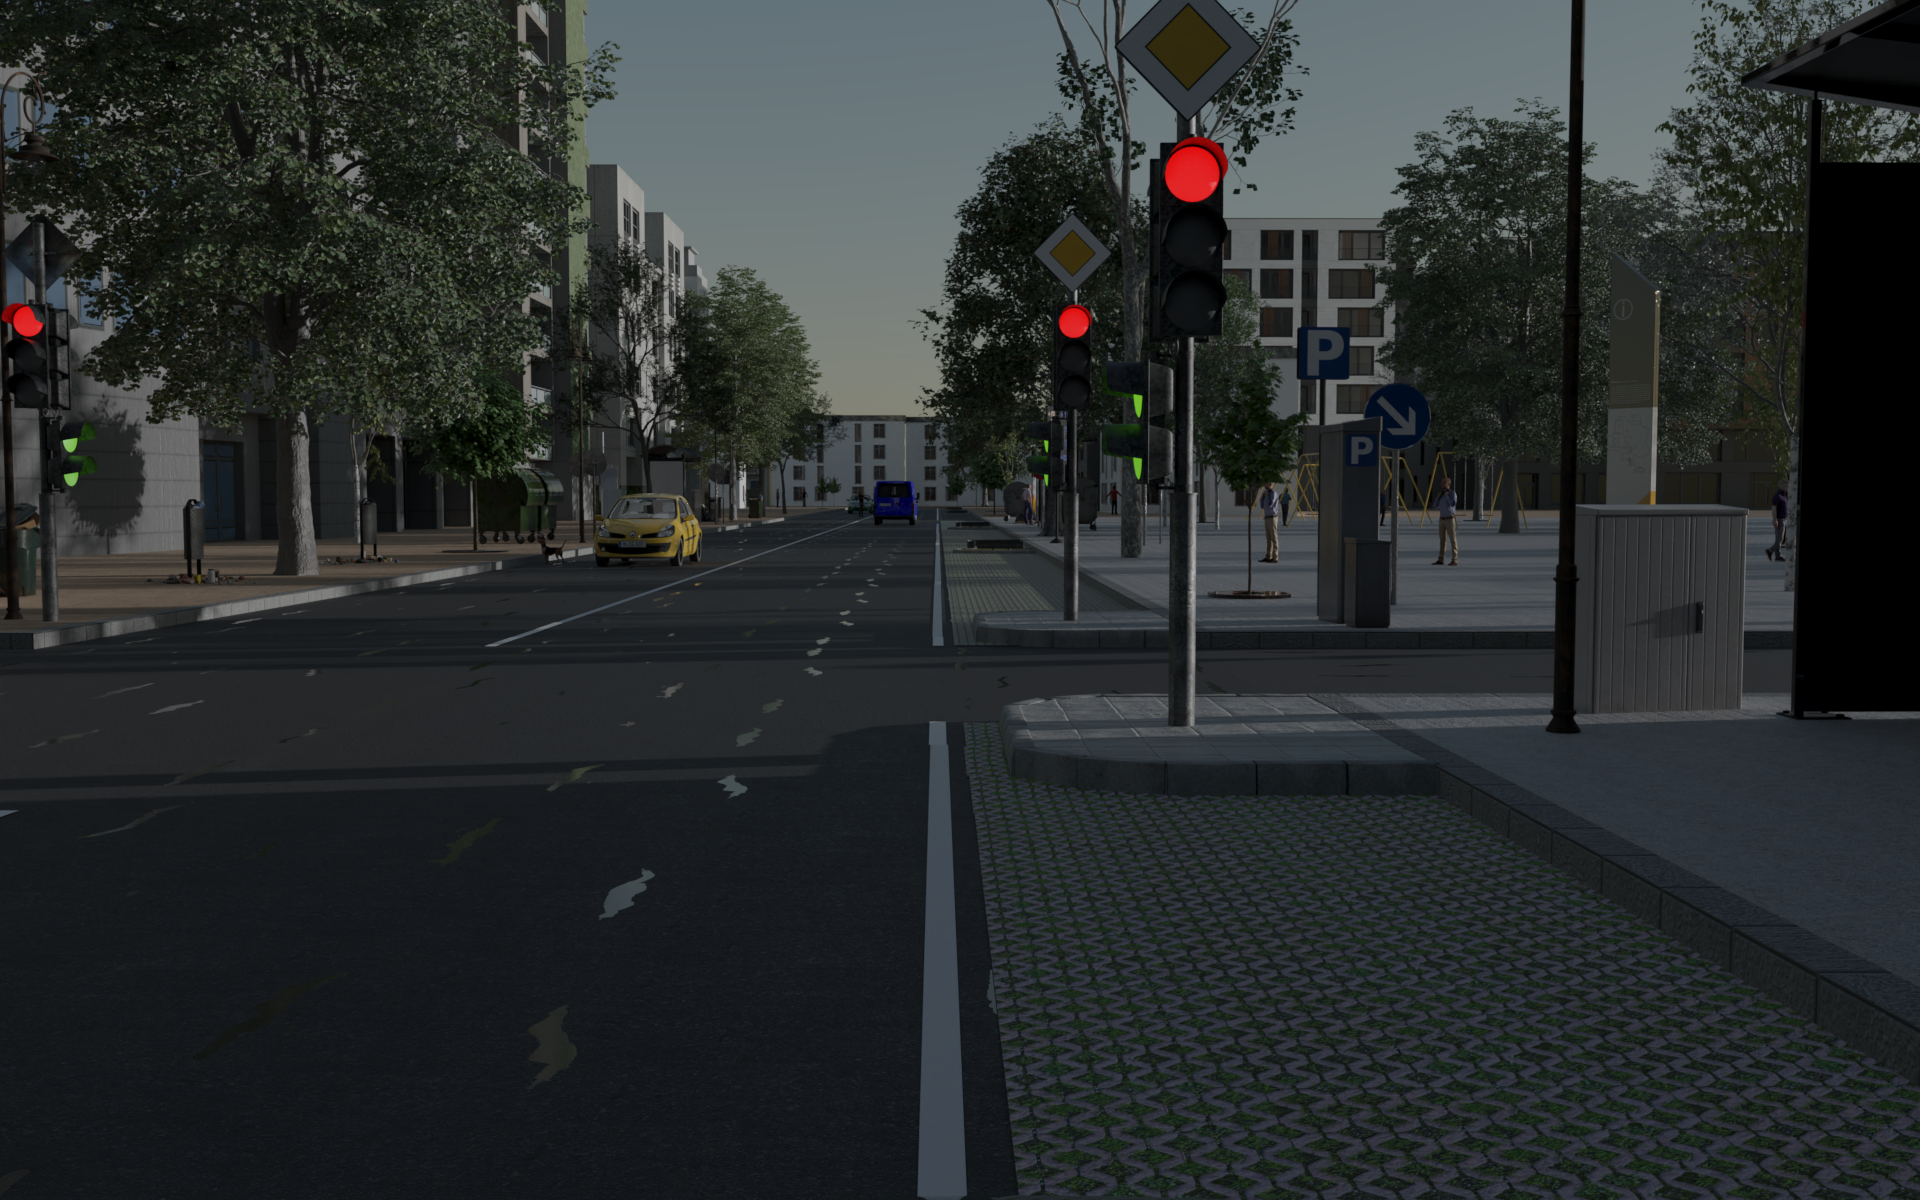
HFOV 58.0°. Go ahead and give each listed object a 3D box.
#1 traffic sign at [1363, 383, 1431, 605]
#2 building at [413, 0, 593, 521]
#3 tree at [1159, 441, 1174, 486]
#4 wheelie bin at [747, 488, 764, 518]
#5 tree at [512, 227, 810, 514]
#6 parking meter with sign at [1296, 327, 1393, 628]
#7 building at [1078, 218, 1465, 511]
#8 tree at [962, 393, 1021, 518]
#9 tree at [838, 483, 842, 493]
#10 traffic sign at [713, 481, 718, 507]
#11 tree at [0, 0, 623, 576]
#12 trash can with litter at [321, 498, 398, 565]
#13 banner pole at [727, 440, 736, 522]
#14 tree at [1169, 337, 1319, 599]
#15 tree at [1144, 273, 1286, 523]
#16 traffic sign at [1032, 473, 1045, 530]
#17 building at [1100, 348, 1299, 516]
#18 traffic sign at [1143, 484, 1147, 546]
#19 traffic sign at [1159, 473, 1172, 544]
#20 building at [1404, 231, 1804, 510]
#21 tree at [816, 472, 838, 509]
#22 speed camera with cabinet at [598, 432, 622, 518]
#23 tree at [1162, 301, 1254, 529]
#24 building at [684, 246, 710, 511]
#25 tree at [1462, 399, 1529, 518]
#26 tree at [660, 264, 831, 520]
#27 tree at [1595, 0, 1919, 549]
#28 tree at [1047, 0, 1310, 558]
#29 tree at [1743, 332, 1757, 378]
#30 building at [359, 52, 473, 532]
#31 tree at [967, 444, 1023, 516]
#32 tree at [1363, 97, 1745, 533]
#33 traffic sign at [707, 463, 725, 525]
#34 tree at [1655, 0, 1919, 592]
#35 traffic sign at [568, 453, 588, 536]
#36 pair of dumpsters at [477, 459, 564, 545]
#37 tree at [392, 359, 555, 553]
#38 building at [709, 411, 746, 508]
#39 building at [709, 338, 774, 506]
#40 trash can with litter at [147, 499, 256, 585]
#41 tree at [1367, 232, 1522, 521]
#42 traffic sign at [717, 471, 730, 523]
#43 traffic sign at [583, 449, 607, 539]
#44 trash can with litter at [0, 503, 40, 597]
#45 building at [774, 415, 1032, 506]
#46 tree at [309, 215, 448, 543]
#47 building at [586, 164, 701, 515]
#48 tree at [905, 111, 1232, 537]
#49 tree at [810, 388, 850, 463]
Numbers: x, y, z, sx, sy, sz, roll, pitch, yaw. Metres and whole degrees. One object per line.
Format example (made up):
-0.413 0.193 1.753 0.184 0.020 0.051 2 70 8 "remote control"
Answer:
5.019 -1.215 19.978 0.768 2.556 0.104 0 4 2 "traffic sign"
-25.550 -24.241 79.932 14.154 41.232 14.086 0 4 -1 "building"
9.461 -8.492 89.212 4.737 8.622 4.395 0 3 0 "tree"
-10.768 -5.093 91.185 0.980 1.594 0.693 1 4 20 "wheelie bin"
-11.104 -7.733 60.843 7.601 10.594 8.767 2 4 33 "tree"
3.881 -1.288 17.324 0.543 3.016 1.738 0 4 -6 "parking meter with sign"
23.133 -18.394 144.715 27.936 21.610 32.646 0 4 -1 "building"
2.317 -8.627 91.416 4.737 8.622 4.395 0 3 0 "tree"
-12.218 -10.646 168.662 1.663 3.219 1.824 0 3 0 "tree"
-10.814 -4.704 77.011 0.768 2.556 0.104 0 4 4 "traffic sign"
-10.434 -7.368 27.123 9.857 13.997 8.962 0 3 0 "tree"
-11.365 -1.306 32.413 1.678 1.210 2.233 1 4 9 "trash can with litter"
-10.495 -5.483 79.666 0.401 3.779 0.863 -1 4 -16 "banner pole"
3.668 -1.639 21.399 1.663 3.219 1.824 0 3 0 "tree"
10.725 -9.222 76.534 9.928 11.665 9.643 0 3 0 "tree"
2.929 -3.785 61.983 0.768 2.556 0.104 0 4 3 "traffic sign"
14.881 -10.477 113.438 9.099 9.664 28.070 0 4 -1 "building"
4.573 -2.613 42.829 0.768 2.556 0.104 0 4 0 "traffic sign"
5.193 -2.612 44.832 0.606 2.300 0.079 1 4 8 "traffic sign"
58.196 -18.628 148.541 32.646 21.610 27.936 0 4 -1 "building"
-12.242 -9.704 153.264 1.663 3.219 1.824 0 3 0 "tree"
-11.047 -3.692 54.707 0.660 3.252 2.038 -1 4 -15 "speed camera with cabinet"
9.244 -6.864 62.596 4.360 8.622 3.978 0 3 0 "tree"
-26.969 -16.743 130.169 16.016 20.091 11.380 0 4 -1 "building"
27.673 -8.598 90.946 4.360 8.622 3.978 0 3 0 "tree"
-10.958 -10.264 85.940 7.486 12.596 7.792 0 3 0 "tree"
19.865 -7.962 40.542 12.009 13.543 11.850 0 3 0 "tree"
4.608 -10.862 33.479 12.611 20.169 13.585 0 3 0 "tree"
26.625 -9.936 69.108 9.857 13.997 8.962 0 3 0 "tree"
-29.246 -38.128 61.652 20.563 71.187 20.611 0 4 -1 "building"
2.146 -7.334 103.620 4.285 4.588 4.351 0 3 0 "tree"
18.080 -9.150 56.253 9.857 13.997 8.962 0 3 0 "tree"
-10.123 -4.389 71.866 0.768 2.556 0.104 0 4 3 "traffic sign"
11.205 -4.417 22.586 4.737 8.622 4.395 0 3 0 "tree"
-11.645 -3.241 53.096 0.768 2.556 0.104 0 4 3 "traffic sign"
-11.745 -2.661 46.003 1.574 2.255 4.437 0 4 -1 "pair of dumpsters"
-10.822 -3.338 38.292 4.285 4.588 4.351 0 3 0 "tree"
-33.768 -13.113 156.541 28.070 9.664 9.099 0 4 -1 "building"
-36.466 -19.930 192.309 31.486 18.905 16.747 0 4 -1 "building"
-11.050 -0.881 25.469 1.678 1.210 2.233 -1 4 -9 "trash can with litter"
24.537 -10.481 81.741 12.009 13.543 11.850 0 3 0 "tree"
-10.301 -4.480 75.384 0.606 2.300 0.079 0 4 5 "traffic sign"
-10.360 -2.993 49.038 0.768 2.556 0.104 0 4 8 "traffic sign"
-11.871 -0.616 21.454 0.624 1.170 1.055 1 4 18 "trash can with litter"
-5.926 -15.072 188.572 28.070 9.664 9.099 0 4 -1 "building"
-15.482 -5.788 44.992 4.737 8.622 4.395 0 3 0 "tree"
-26.903 -14.823 108.812 16.747 18.905 31.486 0 4 -1 "building"
2.933 -8.280 52.380 9.611 12.733 9.660 0 3 0 "tree"
-11.288 -10.808 111.122 8.767 10.594 7.601 -1 4 -11 "tree"
